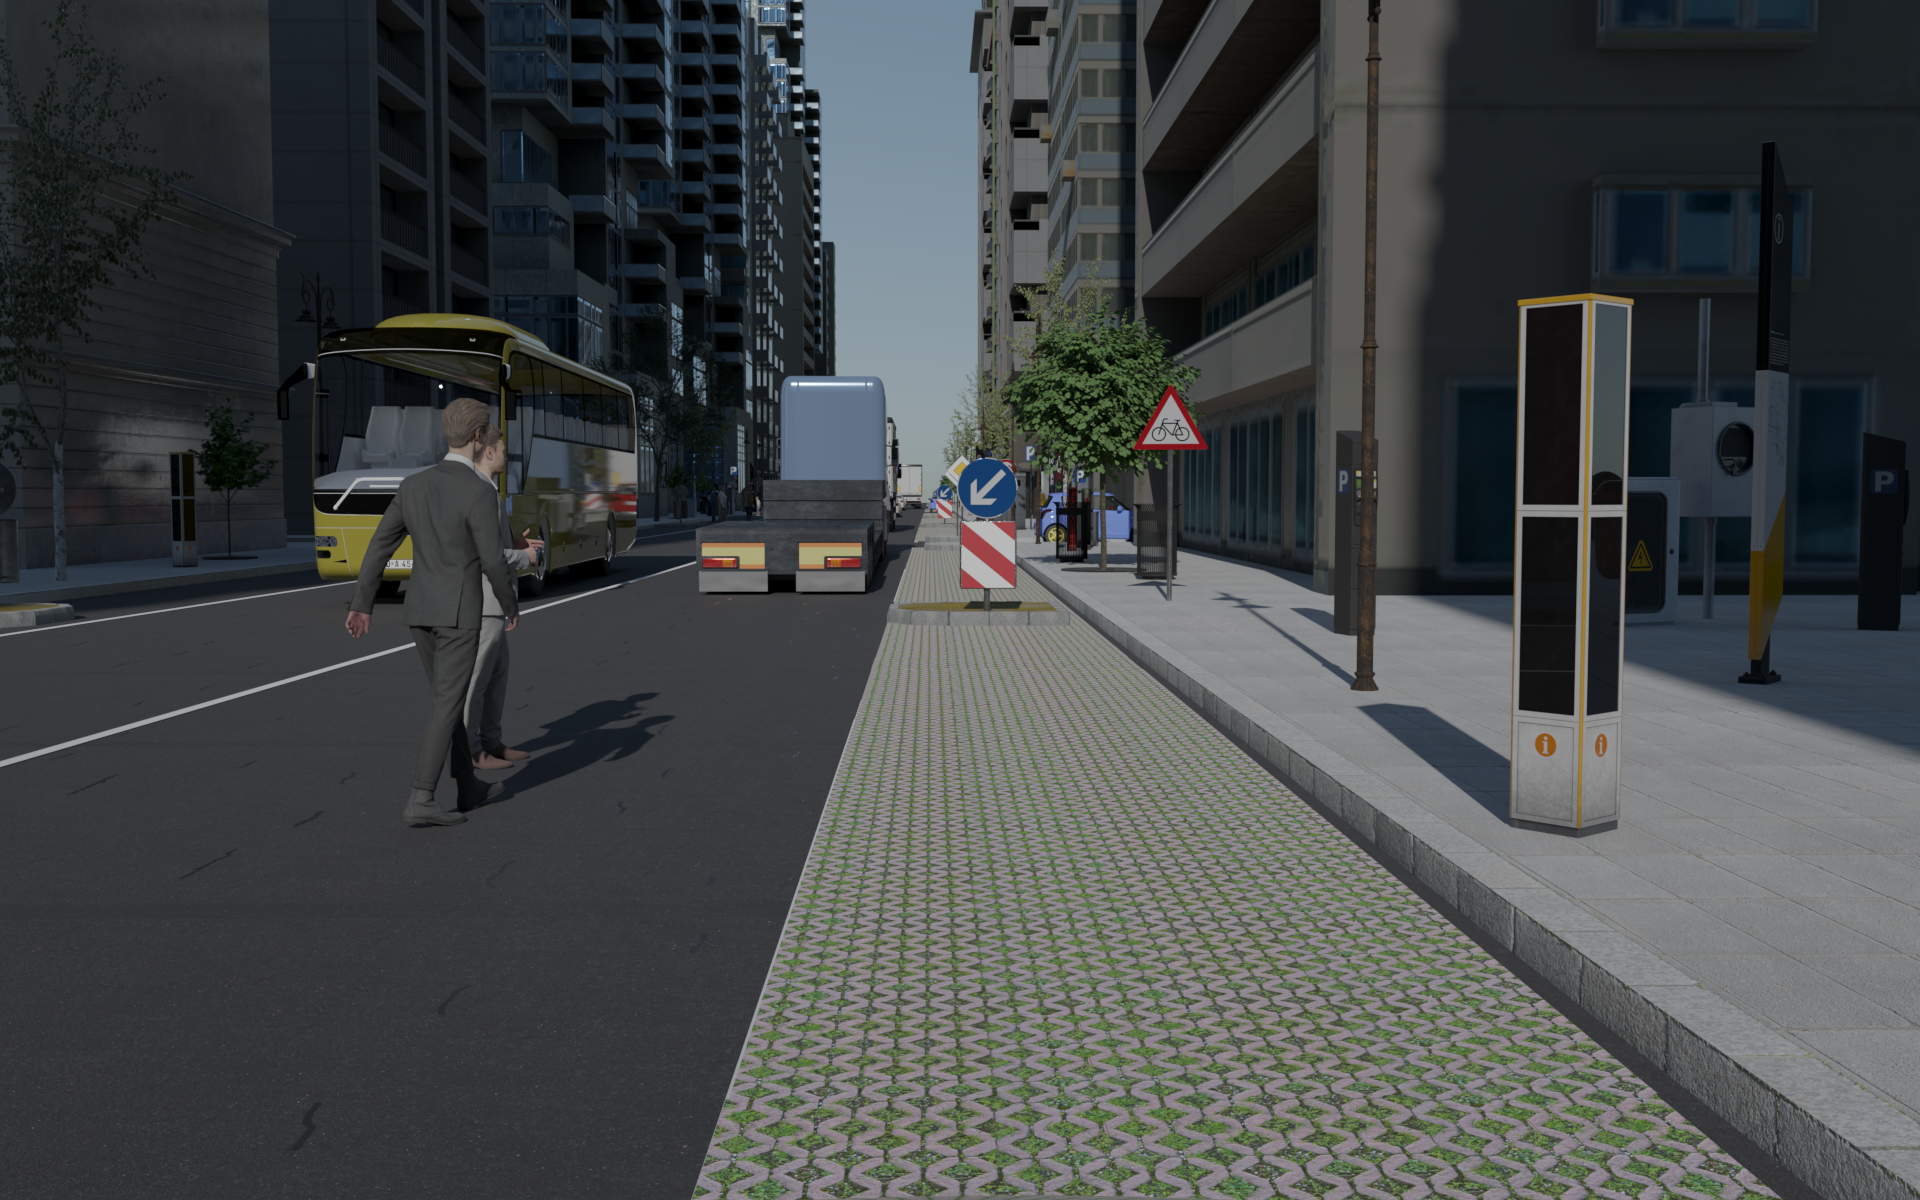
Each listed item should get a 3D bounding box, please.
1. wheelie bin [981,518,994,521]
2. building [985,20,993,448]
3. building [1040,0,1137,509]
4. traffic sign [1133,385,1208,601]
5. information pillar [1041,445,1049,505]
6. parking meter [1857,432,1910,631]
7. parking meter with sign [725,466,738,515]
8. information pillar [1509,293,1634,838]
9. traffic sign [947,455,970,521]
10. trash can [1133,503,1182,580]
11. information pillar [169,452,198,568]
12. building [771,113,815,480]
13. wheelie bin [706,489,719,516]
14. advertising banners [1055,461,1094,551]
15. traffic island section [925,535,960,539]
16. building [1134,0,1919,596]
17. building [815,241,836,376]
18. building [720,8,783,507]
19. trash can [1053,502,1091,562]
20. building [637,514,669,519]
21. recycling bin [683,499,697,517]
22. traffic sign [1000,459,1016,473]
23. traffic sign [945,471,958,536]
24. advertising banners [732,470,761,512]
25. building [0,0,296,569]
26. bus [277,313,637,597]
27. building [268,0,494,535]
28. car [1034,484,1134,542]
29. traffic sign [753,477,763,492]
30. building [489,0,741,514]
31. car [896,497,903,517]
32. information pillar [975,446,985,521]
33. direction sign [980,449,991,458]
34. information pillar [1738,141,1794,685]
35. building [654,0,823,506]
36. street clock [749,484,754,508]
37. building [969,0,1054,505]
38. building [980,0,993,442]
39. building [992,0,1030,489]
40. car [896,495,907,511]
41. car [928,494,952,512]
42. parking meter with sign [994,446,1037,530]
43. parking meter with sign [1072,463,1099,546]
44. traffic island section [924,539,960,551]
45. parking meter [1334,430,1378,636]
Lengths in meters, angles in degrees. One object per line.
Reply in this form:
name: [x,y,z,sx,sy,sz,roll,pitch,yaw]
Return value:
wheelie bin: [1.350,-4.500,81.487,0.980,1.594,0.693,0,4,3]
building: [13.554,-30.866,159.278,22.147,44.769,28.867,0,4,-1]
building: [15.797,-23.156,70.490,23.993,40.220,32.217,0,4,-1]
traffic sign: [2.511,-1.267,20.714,0.884,2.594,0.081,0,4,2]
information pillar: [3.170,-4.465,64.350,0.183,3.616,0.504,2,4,29]
parking meter: [8.705,-0.648,16.311,0.399,1.863,0.255,2,4,29]
parking meter with sign: [-14.370,-6.843,108.142,0.543,3.016,1.738,1,4,8]
information pillar: [2.320,-0.128,6.588,0.304,2.012,0.304,-3,5,-40]
traffic sign: [0.055,-2.509,44.665,0.795,2.450,0.064,0,4,-1]
trash can: [2.959,-0.878,26.006,0.748,1.137,0.748,0,3,0]
information pillar: [-13.605,-1.581,30.348,0.304,2.012,0.304,2,4,28]
building: [-30.178,-36.700,223.748,21.300,48.544,21.600,0,4,-1]
wheelie bin: [-14.319,-5.670,100.614,0.693,1.594,0.980,1,4,13]
advertising banners: [2.534,-2.613,38.916,0.090,3.025,2.074,2,4,29]
traffic island section: [-0.058,-1.862,52.727,2.009,0.180,2.903,0,4,-1]
building: [15.118,-24.913,31.036,21.300,48.544,21.600,0,4,-1]
building: [-26.941,-36.038,272.810,14.154,41.232,14.086,0,4,-1]
building: [-29.569,-33.865,173.302,23.786,49.044,30.456,0,4,-1]
trash can: [2.111,-1.286,32.686,0.748,1.137,0.748,0,3,0]
building: [-28.264,-48.359,103.335,22.319,86.520,31.000,0,4,-1]
recycling bin: [-15.239,-5.203,97.629,0.722,1.027,0.722,0,4,-4]
traffic sign: [1.669,-3.842,62.926,0.768,2.556,0.104,1,4,9]
traffic sign: [-0.081,-2.997,52.649,0.795,2.450,0.064,0,4,-1]
advertising banners: [-15.240,-7.775,123.308,2.074,3.025,0.090,0,4,0]
building: [-32.927,-13.219,35.217,34.723,24.649,14.460,0,4,-1]
bus: [-7.216,-2.192,27.387,2.896,3.916,12.252,0,4,-3]
building: [-26.332,-38.155,62.091,20.563,71.187,20.611,0,4,-1]
car: [3.900,-2.363,48.221,3.694,1.707,1.945,0,4,-1]
traffic sign: [-14.691,-7.693,125.894,0.768,2.556,0.104,0,4,0]
building: [-27.935,-50.659,140.954,22.319,86.520,31.000,0,4,-1]
car: [-4.583,-5.829,107.658,2.083,1.381,4.827,0,4,0]
information pillar: [0.966,-5.654,83.797,0.504,3.616,0.183,-2,4,-33]
direction sign: [1.231,-5.840,87.485,0.876,3.537,0.379,-3,5,-39]
information pillar: [5.510,-1.249,11.770,0.183,3.616,0.504,3,5,40]
building: [-29.772,-57.259,248.850,22.319,86.520,31.000,0,4,-1]
street clock: [-14.781,-7.228,122.753,0.358,2.002,0.471,-2,4,-33]
building: [15.655,-36.576,187.260,28.713,52.752,27.495,0,4,-1]
building: [11.248,-49.669,250.344,20.563,71.187,20.611,0,4,-1]
building: [9.539,-27.785,137.878,14.154,41.232,14.086,0,4,-1]
car: [-5.641,-8.452,150.558,2.083,1.381,4.827,0,4,1]
car: [-1.572,-7.853,137.990,1.945,1.707,3.694,0,4,-1]
parking meter with sign: [1.957,-4.022,62.019,1.738,3.016,0.543,-3,5,-42]
parking meter with sign: [2.987,-2.787,41.832,0.543,3.016,1.738,1,4,16]
traffic island section: [0.078,-1.374,44.743,2.009,0.180,2.903,0,4,-1]
parking meter: [3.606,-0.615,15.767,0.255,1.863,0.399,-1,4,-15]
